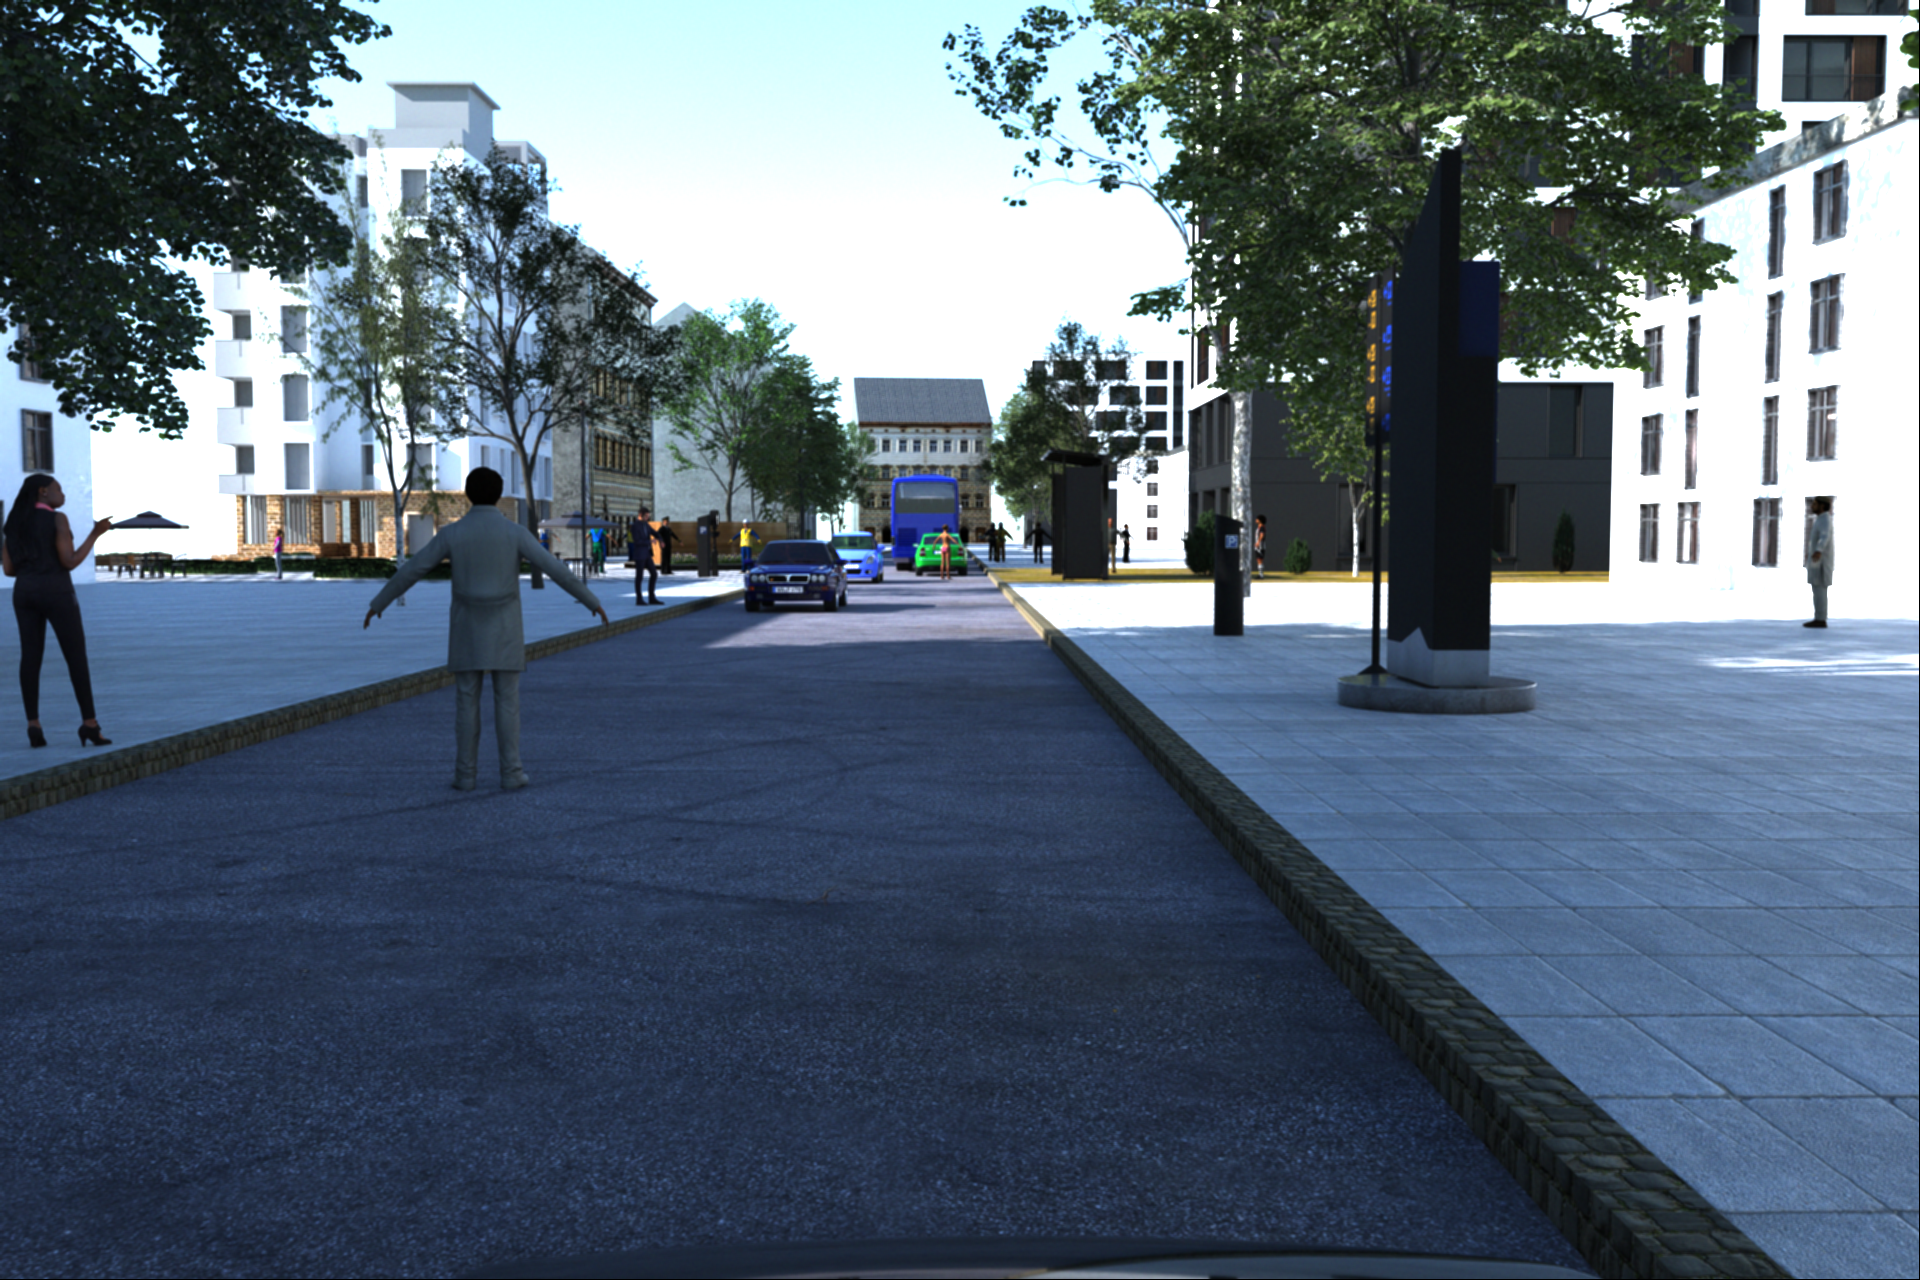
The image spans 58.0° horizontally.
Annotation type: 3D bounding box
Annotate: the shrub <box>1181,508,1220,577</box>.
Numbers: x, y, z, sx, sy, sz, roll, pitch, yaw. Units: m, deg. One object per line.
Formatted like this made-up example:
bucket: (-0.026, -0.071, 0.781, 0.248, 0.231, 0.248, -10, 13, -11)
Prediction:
shrub: (7.553, -2.966, 52.528, 1.661, 2.075, 1.752, 0, 3, 0)

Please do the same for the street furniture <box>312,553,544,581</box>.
street furniture: (-15.768, -2.231, 52.095, 5.734, 0.657, 10.072, 0, 4, 0)

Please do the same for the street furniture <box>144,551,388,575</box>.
street furniture: (-23.565, -2.657, 59.071, 5.734, 0.657, 10.072, 1, 4, 21)

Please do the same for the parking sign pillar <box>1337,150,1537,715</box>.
parking sign pillar: (3.572, -1.494, 12.901, 1.447, 3.967, 1.447, 0, 4, -1)

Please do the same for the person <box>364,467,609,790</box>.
person: (-2.672, -0.070, 9.780, 1.347, 1.806, 0.705, -1, 4, -11)

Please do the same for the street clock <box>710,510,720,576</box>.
street clock: (-7.437, -2.930, 52.482, 0.358, 2.002, 0.471, 0, 4, 1)

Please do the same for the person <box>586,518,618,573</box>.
person: (-11.773, -3.085, 56.574, 1.347, 1.817, 0.704, 2, 4, 24)

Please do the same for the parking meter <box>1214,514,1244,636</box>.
parking meter: (3.412, -0.828, 21.955, 0.372, 1.533, 0.369, 0, 3, 0)

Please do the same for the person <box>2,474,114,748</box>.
person: (-5.439, -0.181, 10.472, 0.593, 1.643, 0.415, -2, 4, -34)

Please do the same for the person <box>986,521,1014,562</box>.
person: (1.855, -4.484, 79.078, 1.354, 1.858, 0.705, -1, 4, -18)

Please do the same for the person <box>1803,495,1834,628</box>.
person: (11.819, -1.087, 23.859, 0.704, 1.819, 1.344, 1, 4, 23)

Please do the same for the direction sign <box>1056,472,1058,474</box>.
direction sign: (3.552, -4.374, 63.516, 0.379, 3.537, 0.876, 0, 4, -1)

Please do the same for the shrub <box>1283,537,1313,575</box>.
shrub: (10.722, -2.682, 54.966, 1.383, 1.207, 1.383, 0, 3, 0)

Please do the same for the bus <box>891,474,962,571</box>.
bus: (-1.329, -4.828, 70.483, 2.896, 3.916, 12.251, 0, 4, 0)

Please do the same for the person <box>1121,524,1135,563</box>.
person: (7.372, -4.237, 75.989, 0.721, 1.740, 1.216, 2, 4, 35)

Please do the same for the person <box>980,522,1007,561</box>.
person: (1.579, -4.679, 82.286, 1.354, 1.856, 0.705, -1, 4, -17)

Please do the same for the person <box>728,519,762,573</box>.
person: (-7.036, -3.078, 56.790, 1.216, 1.772, 0.721, 1, 4, 21)

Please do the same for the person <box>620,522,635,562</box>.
person: (-14.855, -4.416, 78.175, 1.349, 1.833, 0.705, 3, 5, 42)

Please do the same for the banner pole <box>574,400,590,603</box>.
banner pole: (-7.035, -2.603, 32.581, 0.401, 3.779, 0.863, 0, 4, -1)

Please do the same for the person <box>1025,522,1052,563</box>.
person: (3.483, -4.304, 76.553, 1.347, 1.806, 0.705, 1, 4, 18)

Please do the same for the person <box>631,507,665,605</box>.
person: (-5.576, -1.509, 31.167, 0.568, 1.767, 0.683, 1, 4, 20)

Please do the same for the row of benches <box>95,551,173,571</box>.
row of benches: (-29.284, -2.817, 61.523, 1.422, 0.672, 4.104, 0, 4, 6)

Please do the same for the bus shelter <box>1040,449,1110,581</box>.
bus shelter: (3.343, -3.637, 50.745, 1.731, 3.624, 6.357, 0, 4, 0)

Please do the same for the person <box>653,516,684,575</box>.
person: (-9.246, -2.977, 54.604, 0.705, 1.837, 1.347, 2, 4, 33)

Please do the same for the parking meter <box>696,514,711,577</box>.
parking meter: (-7.666, -2.816, 51.760, 0.399, 1.863, 0.255, 0, 4, 1)

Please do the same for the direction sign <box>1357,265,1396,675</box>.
direction sign: (3.652, -1.414, 15.116, 0.379, 3.537, 0.876, 0, 4, -1)

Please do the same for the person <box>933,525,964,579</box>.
person: (-0.399, -2.800, 55.034, 1.217, 1.733, 0.721, 3, 4, 37)

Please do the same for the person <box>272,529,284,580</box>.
person: (-19.322, -2.427, 48.940, 0.599, 1.433, 0.991, -1, 4, -15)

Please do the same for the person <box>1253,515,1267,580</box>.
person: (8.417, -2.603, 48.704, 0.704, 1.843, 1.345, 1, 4, 8)

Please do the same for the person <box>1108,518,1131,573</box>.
person: (4.946, -3.104, 57.021, 1.348, 1.796, 0.705, 0, 4, 5)

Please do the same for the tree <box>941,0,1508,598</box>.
tree: (5.845, -11.015, 35.988, 12.611, 20.169, 13.585, 0, 3, 0)

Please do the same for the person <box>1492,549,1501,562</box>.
person: (9.557, -1.410, 32.259, 0.989, 1.438, 0.599, 1, 4, 17)

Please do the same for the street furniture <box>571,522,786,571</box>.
street furniture: (-7.988, -3.484, 63.814, 11.010, 1.723, 9.812, -2, 4, -26)

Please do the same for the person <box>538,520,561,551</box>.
person: (-16.798, -3.923, 69.994, 1.347, 1.847, 0.705, -1, 4, -10)
